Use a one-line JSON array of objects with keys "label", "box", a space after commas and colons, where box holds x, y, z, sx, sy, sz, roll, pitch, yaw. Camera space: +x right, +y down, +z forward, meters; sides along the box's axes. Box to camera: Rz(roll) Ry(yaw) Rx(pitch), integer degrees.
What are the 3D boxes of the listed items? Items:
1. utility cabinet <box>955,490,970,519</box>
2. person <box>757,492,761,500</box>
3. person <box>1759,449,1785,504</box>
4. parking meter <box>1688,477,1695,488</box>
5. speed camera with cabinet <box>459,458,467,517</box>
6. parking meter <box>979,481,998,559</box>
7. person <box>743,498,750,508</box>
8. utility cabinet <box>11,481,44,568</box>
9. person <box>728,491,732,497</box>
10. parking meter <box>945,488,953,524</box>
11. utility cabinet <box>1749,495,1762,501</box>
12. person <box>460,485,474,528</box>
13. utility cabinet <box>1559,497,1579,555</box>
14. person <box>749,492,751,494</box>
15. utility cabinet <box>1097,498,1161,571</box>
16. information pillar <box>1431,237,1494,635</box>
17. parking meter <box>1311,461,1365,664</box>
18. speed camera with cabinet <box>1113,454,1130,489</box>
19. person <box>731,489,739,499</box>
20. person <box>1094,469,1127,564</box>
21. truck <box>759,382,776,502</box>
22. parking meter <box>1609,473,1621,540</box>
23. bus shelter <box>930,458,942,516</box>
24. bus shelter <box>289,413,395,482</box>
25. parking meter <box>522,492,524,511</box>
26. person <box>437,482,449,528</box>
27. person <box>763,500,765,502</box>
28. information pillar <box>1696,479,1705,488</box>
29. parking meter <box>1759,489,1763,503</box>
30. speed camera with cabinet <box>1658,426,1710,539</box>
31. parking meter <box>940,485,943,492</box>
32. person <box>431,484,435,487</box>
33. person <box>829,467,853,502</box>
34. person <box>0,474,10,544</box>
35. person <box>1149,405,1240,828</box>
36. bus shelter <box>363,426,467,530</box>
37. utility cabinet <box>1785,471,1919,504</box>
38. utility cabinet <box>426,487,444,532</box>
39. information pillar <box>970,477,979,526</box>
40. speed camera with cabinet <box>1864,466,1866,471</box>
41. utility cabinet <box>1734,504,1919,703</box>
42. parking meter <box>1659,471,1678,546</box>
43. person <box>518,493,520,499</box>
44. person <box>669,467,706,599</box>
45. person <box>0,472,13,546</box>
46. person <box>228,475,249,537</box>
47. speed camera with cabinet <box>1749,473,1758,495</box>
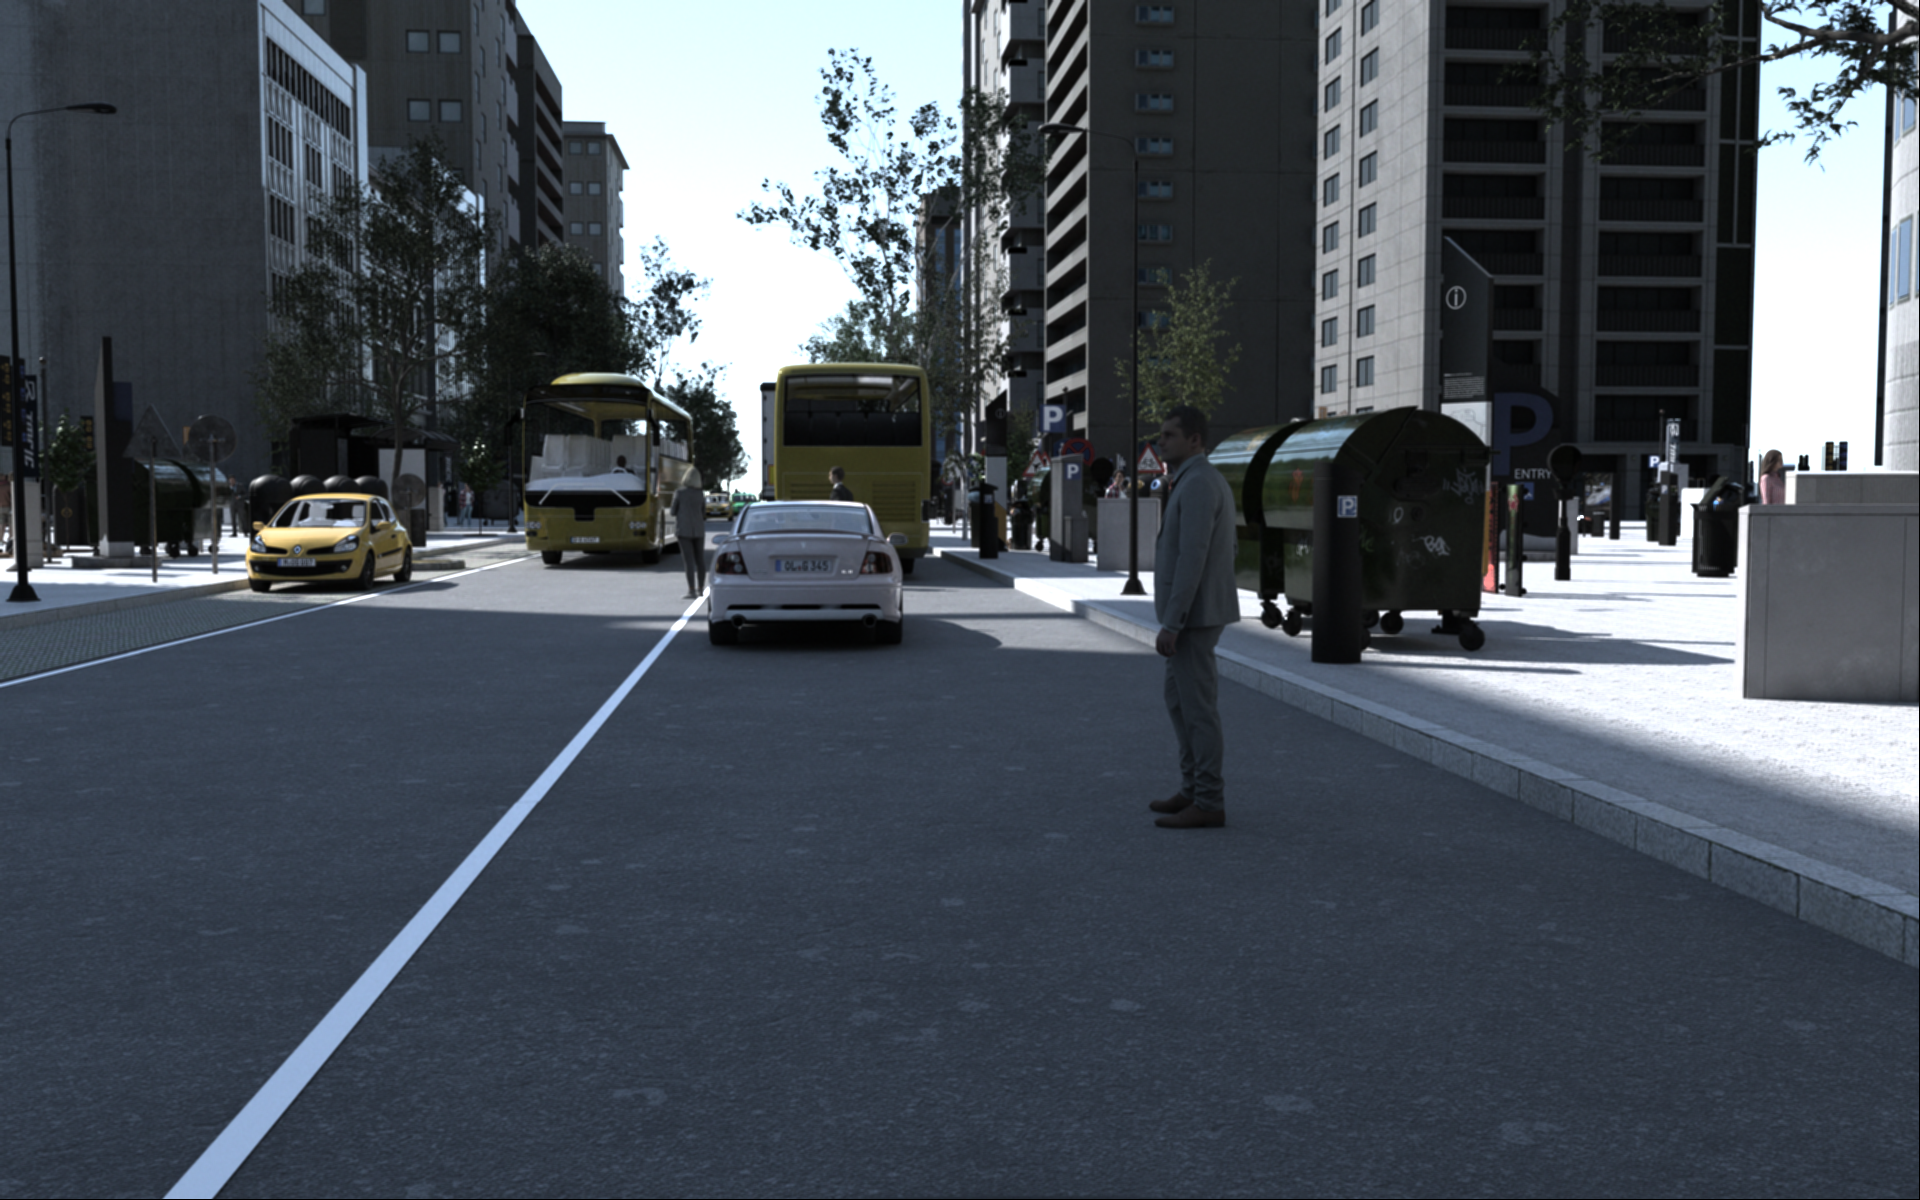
[{"label": "utility cabinet", "box": [0.125, -4.906, 88.891, 1.173, 1.500, 0.318, -3, 4, -38]}, {"label": "person", "box": [-29.269, -14.943, 253.535, 1.217, 1.735, 0.721, -3, 4, -38]}, {"label": "person", "box": [9.805, -0.904, 20.831, 0.388, 1.821, 0.555, 2, 4, 35]}, {"label": "parking meter", "box": [25.291, -3.323, 60.044, 0.255, 1.863, 0.399, 1, 4, 9]}, {"label": "speed camera with cabinet", "box": [-27.457, -6.223, 96.074, 0.660, 3.252, 2.038, -1, 4, -8]}, {"label": "parking meter", "box": [0.572, -1.592, 34.438, 0.372, 1.533, 0.369, 0, 3, 0]}, {"label": "person", "box": [-9.381, -3.846, 76.069, 0.352, 1.250, 0.332, 0, 4, 8]}, {"label": "utility cabinet", "box": [-16.279, -1.319, 30.246, 0.318, 1.500, 1.173, -3, 4, -37]}, {"label": "person", "box": [-36.511, -16.349, 273.433, 1.350, 1.814, 0.705, -1, 4, -10]}, {"label": "parking meter", "box": [-0.478, -4.054, 74.701, 0.372, 1.533, 0.369, 0, 3, 0]}, {"label": "utility cabinet", "box": [56.352, -6.836, 122.934, 0.306, 1.237, 1.020, -2, 4, -33]}, {"label": "person", "box": [-18.624, -3.581, 65.428, 0.563, 1.720, 0.643, -2, 4, -34]}, {"label": "utility cabinet", "box": [12.869, -1.562, 36.703, 0.306, 1.237, 1.020, 1, 4, 11]}, {"label": "person", "box": [-28.095, -13.647, 232.077, 0.568, 1.767, 0.683, -3, 4, -37]}, {"label": "utility cabinet", "box": [2.818, -1.085, 28.908, 1.020, 1.237, 0.306, 1, 4, 15]}, {"label": "information pillar", "box": [4.579, -1.491, 15.725, 0.183, 3.616, 0.504, -3, 5, -41]}, {"label": "parking meter", "box": [2.878, -0.293, 13.203, 0.372, 1.533, 0.369, 0, 3, 0]}, {"label": "speed camera with cabinet", "box": [8.113, -5.980, 92.116, 2.038, 3.252, 0.660, -2, 4, -26]}, {"label": "person", "box": [-16.034, -7.087, 124.358, 0.794, 1.824, 0.713, -1, 4, -13]}, {"label": "person", "box": [2.748, -1.463, 30.808, 0.643, 1.720, 0.563, 3, 5, 42]}, {"label": "truck", "box": [-4.270, -3.676, 49.010, 2.839, 4.237, 11.283, 0, 4, -5]}, {"label": "parking meter", "box": [18.461, -2.635, 48.801, 0.255, 1.863, 0.399, 1, 4, 17]}, {"label": "bus shelter", "box": [-2.117, -6.381, 98.258, 2.014, 3.302, 5.546, 0, 4, -6]}, {"label": "bus shelter", "box": [-18.741, -3.769, 52.910, 1.731, 3.624, 6.357, 0, 4, -6]}, {"label": "parking meter", "box": [-32.987, -7.511, 131.221, 0.372, 1.533, 0.369, 0, 3, 0]}, {"label": "person", "box": [-19.569, -3.594, 65.388, 0.643, 1.750, 0.593, -3, 5, -43]}, {"label": "person", "box": [-31.688, -16.577, 279.524, 1.348, 1.826, 0.705, 2, 4, 34]}, {"label": "information pillar", "box": [35.285, -4.777, 82.597, 0.304, 2.012, 0.304, 0, 4, 5]}, {"label": "parking meter", "box": [59.660, -7.536, 128.921, 0.399, 1.863, 0.255, 0, 4, 1]}, {"label": "speed camera with cabinet", "box": [20.805, -3.369, 49.423, 0.660, 3.252, 2.038, -1, 4, -15]}, {"label": "parking meter", "box": [-1.227, -5.963, 103.207, 0.399, 1.863, 0.255, -2, 4, -24]}, {"label": "person", "box": [-29.626, -5.612, 97.667, 0.638, 1.841, 0.748, -2, 4, -32]}, {"label": "person", "box": [-1.889, -1.111, 26.440, 0.755, 1.850, 0.659, 2, 4, 24]}, {"label": "person", "box": [-24.591, -2.349, 44.691, 0.600, 1.795, 0.529, 3, 4, 38]}, {"label": "person", "box": [1.015, 0.068, 7.496, 0.391, 1.810, 0.635, 0, 4, 7]}, {"label": "bus shelter", "box": [-16.854, -3.671, 53.939, 2.014, 3.302, 5.546, 0, 4, -6]}, {"label": "utility cabinet", "box": [8.497, -0.476, 16.459, 1.173, 1.500, 0.318, 0, 4, 7]}, {"label": "utility cabinet", "box": [-17.866, -3.012, 57.931, 1.173, 1.500, 0.318, 1, 4, 15]}, {"label": "information pillar", "box": [0.591, -3.933, 68.798, 0.304, 2.012, 0.304, 3, 4, 38]}, {"label": "speed camera with cabinet", "box": [63.775, -7.908, 123.627, 2.038, 3.252, 0.660, 1, 4, 22]}, {"label": "utility cabinet", "box": [5.438, 0.019, 10.852, 1.020, 1.237, 0.306, 1, 4, 12]}, {"label": "parking meter", "box": [17.590, -2.281, 43.000, 0.255, 1.863, 0.399, -1, 4, -20]}, {"label": "person", "box": [-27.888, -6.282, 108.633, 0.514, 1.842, 0.818, 2, 4, 27]}, {"label": "person", "box": [-3.753, -0.927, 23.834, 0.537, 1.800, 0.526, -2, 4, -27]}, {"label": "person", "box": [-23.576, -2.257, 42.916, 0.580, 1.828, 0.573, -3, 5, -43]}, {"label": "person", "box": [-21.606, -2.809, 51.782, 0.655, 1.846, 0.447, 0, 4, -7]}, {"label": "speed camera with cabinet", "box": [60.392, -8.517, 133.588, 0.660, 3.252, 2.038, -3, 5, -39]}]
